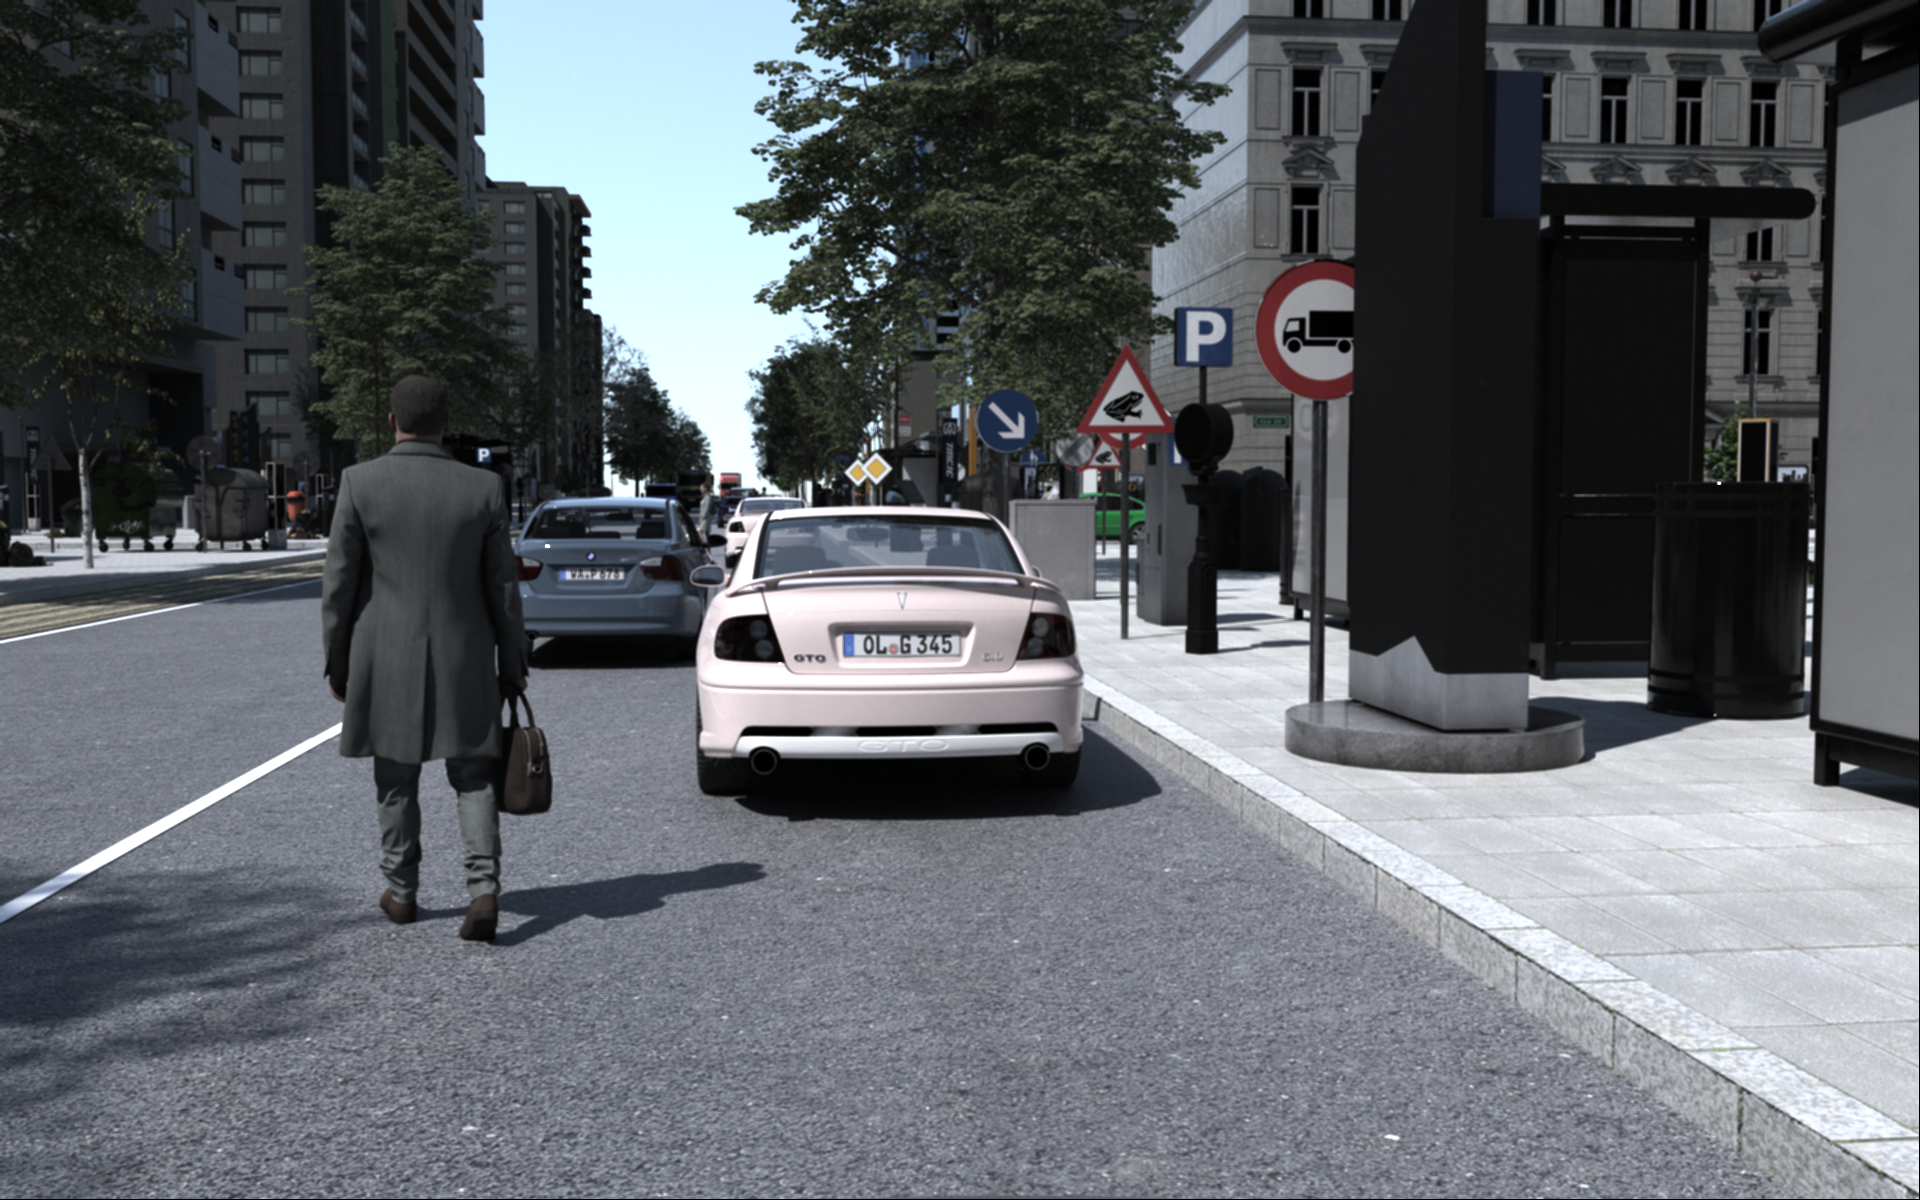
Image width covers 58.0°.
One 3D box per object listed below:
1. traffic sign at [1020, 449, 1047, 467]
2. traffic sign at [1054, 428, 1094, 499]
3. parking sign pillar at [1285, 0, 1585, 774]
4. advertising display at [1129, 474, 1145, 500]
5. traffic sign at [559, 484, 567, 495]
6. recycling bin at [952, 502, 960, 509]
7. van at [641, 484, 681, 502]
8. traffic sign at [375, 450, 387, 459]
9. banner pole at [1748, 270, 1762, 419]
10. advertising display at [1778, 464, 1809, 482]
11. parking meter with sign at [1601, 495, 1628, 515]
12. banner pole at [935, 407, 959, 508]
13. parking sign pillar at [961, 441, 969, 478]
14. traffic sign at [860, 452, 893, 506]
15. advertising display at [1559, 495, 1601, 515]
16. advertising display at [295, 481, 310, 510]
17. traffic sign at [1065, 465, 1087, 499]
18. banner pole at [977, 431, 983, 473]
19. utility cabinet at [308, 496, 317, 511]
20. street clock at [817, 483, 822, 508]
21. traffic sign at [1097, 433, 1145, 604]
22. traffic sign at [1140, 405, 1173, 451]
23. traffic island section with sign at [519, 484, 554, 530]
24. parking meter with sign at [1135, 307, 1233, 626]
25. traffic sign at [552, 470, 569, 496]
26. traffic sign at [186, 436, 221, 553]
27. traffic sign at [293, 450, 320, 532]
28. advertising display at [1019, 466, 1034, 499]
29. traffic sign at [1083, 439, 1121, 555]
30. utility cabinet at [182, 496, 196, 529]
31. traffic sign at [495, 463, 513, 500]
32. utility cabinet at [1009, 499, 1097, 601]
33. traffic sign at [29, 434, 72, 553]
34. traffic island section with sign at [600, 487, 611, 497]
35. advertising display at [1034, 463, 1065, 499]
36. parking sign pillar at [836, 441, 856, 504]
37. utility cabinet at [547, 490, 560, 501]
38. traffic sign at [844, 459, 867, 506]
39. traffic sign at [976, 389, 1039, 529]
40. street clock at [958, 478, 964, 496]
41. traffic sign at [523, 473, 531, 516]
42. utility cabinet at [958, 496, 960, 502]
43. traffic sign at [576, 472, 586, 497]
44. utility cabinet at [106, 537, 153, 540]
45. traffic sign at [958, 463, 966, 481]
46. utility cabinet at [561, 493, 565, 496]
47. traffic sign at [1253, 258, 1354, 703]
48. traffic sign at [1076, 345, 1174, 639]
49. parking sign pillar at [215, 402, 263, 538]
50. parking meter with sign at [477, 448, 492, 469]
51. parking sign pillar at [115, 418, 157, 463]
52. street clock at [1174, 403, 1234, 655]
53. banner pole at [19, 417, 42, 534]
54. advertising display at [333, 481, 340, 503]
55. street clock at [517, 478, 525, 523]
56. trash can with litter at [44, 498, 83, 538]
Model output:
[{"bbox_3d":[2.071,-2.973,48.720,0.768,2.556,0.104,0,4,-1],"label":"traffic sign"},{"bbox_3d":[2.192,-2.028,33.265,0.768,2.556,0.104,0,4,-1],"label":"traffic sign"},{"bbox_3d":[2.355,-1.227,8.535,1.447,3.967,1.447,0,4,-7],"label":"parking sign pillar"},{"bbox_3d":[5.713,-3.164,56.950,0.974,1.923,0.123,-3,5,-45],"label":"advertising display"},{"bbox_3d":[-23.403,-6.304,103.068,0.884,2.594,0.081,0,4,-4],"label":"traffic sign"},{"bbox_3d":[-0.019,-2.779,57.991,0.722,1.027,0.722,2,4,34],"label":"recycling bin"},{"bbox_3d":[-17.137,-5.820,99.538,2.240,2.365,5.245,-1,4,-8],"label":"van"},{"bbox_3d":[-13.263,-2.219,39.917,0.795,2.450,0.064,0,4,-6],"label":"traffic sign"},{"bbox_3d":[8.814,-1.788,19.252,0.401,3.779,0.863,1,4,21],"label":"banner pole"},{"bbox_3d":[17.955,-1.982,37.625,0.974,1.923,0.123,-1,4,-13],"label":"advertising display"},{"bbox_3d":[13.356,-2.386,35.274,0.543,3.016,1.738,1,4,11],"label":"parking meter with sign"},{"bbox_3d":[-0.439,-3.675,50.108,0.863,3.779,0.401,-1,4,-21],"label":"banner pole"},{"bbox_3d":[0.478,-5.476,78.003,1.447,3.967,1.447,-2,4,-25],"label":"parking sign pillar"},{"bbox_3d":[-1.989,-2.296,41.179,0.795,2.450,0.064,0,4,-6],"label":"traffic sign"},{"bbox_3d":[13.301,-1.955,37.177,0.974,1.923,0.123,3,5,40],"label":"advertising display"},{"bbox_3d":[-31.682,-4.788,83.497,0.123,1.923,0.974,1,4,13],"label":"advertising display"},{"bbox_3d":[2.724,-2.451,40.172,0.768,2.556,0.104,0,4,-1],"label":"traffic sign"},{"bbox_3d":[0.686,-3.942,54.465,0.863,3.779,0.401,-3,5,-40],"label":"banner pole"},{"bbox_3d":[-27.023,-3.746,72.408,0.306,1.237,1.020,-1,4,-13],"label":"utility cabinet"},{"bbox_3d":[-9.565,-6.866,116.825,0.471,2.002,0.358,1,4,11],"label":"street clock"},{"bbox_3d":[1.905,-1.222,20.092,0.768,2.556,0.104,0,4,-6],"label":"traffic sign"},{"bbox_3d":[2.515,-1.269,21.932,0.795,2.450,0.064,0,4,-5],"label":"traffic sign"},{"bbox_3d":[-16.747,-3.762,70.133,1.989,1.847,2.006,0,4,-6],"label":"traffic island section with sign"},{"bbox_3d":[2.130,-1.274,17.088,0.543,3.016,1.738,-1,4,-10],"label":"parking meter with sign"},{"bbox_3d":[-21.292,-5.645,92.299,0.884,2.594,0.081,0,4,1],"label":"traffic sign"},{"bbox_3d":[-16.487,-2.302,37.749,0.768,2.556,0.104,0,4,3],"label":"traffic sign"},{"bbox_3d":[-19.055,-3.083,50.507,0.768,2.556,0.104,0,4,-4],"label":"traffic sign"},{"bbox_3d":[1.562,-2.099,39.527,0.123,1.923,0.974,1,4,20],"label":"advertising display"},{"bbox_3d":[3.033,-2.228,36.438,0.884,2.594,0.081,0,4,0],"label":"traffic sign"},{"bbox_3d":[-28.216,-3.233,64.020,0.306,1.237,1.020,2,4,26],"label":"utility cabinet"},{"bbox_3d":[-18.780,-4.357,71.347,0.768,2.556,0.104,0,4,1],"label":"traffic sign"},{"bbox_3d":[1.115,-0.595,20.898,1.020,1.237,0.306,-1,4,-15],"label":"utility cabinet"},{"bbox_3d":[-19.770,-2.304,37.667,0.884,2.594,0.081,0,4,-5],"label":"traffic sign"},{"bbox_3d":[-19.824,-5.409,97.070,1.989,1.847,2.006,0,4,-6],"label":"traffic island section with sign"},{"bbox_3d":[1.916,-1.915,36.521,0.123,1.923,0.974,-2,4,-26],"label":"advertising display"},{"bbox_3d":[-5.725,-6.032,87.103,1.447,3.967,1.447,-3,4,-36],"label":"parking sign pillar"},{"bbox_3d":[-21.270,-4.999,90.408,0.318,1.500,1.173,0,4,1],"label":"utility cabinet"},{"bbox_3d":[-2.895,-2.781,49.113,0.795,2.450,0.064,0,4,-6],"label":"traffic sign"},{"bbox_3d":[0.579,-1.291,21.213,0.768,2.556,0.104,0,4,3],"label":"traffic sign"},{"bbox_3d":[0.056,-4.323,75.254,0.358,2.002,0.471,2,4,30],"label":"street clock"},{"bbox_3d":[-25.660,-6.306,103.204,0.768,2.556,0.104,0,4,-5],"label":"traffic sign"},{"bbox_3d":[0.356,-3.267,64.585,0.306,1.237,1.020,3,4,36],"label":"utility cabinet"},{"bbox_3d":[-22.757,-6.320,103.337,0.884,2.594,0.081,0,4,-4],"label":"traffic sign"},{"bbox_3d":[-23.198,-2.425,48.332,1.173,1.500,0.318,-3,4,-38],"label":"utility cabinet"},{"bbox_3d":[-0.158,-4.306,70.516,0.768,2.556,0.104,0,4,-2],"label":"traffic sign"},{"bbox_3d":[-26.190,-6.431,113.818,0.318,1.500,1.173,-2,4,-23],"label":"utility cabinet"},{"bbox_3d":[1.967,-0.573,9.483,0.768,2.556,0.104,0,4,-4],"label":"traffic sign"},{"bbox_3d":[1.455,-0.932,15.244,0.884,2.594,0.081,0,4,0],"label":"traffic sign"},{"bbox_3d":[-20.995,-3.781,50.284,1.447,3.967,1.447,1,4,18],"label":"parking sign pillar"},{"bbox_3d":[-17.931,-4.166,64.377,0.543,3.016,1.738,0,4,3],"label":"parking meter with sign"},{"bbox_3d":[-29.150,-4.456,61.333,1.447,3.967,1.447,3,5,40],"label":"parking sign pillar"},{"bbox_3d":[1.947,-0.570,13.891,0.358,2.002,0.471,-2,4,-33],"label":"street clock"},{"bbox_3d":[-30.221,-4.051,56.249,0.401,3.779,0.863,2,4,27],"label":"banner pole"},{"bbox_3d":[-31.355,-5.053,87.826,0.123,1.923,0.974,2,4,30],"label":"advertising display"},{"bbox_3d":[-19.607,-4.449,77.310,0.358,2.002,0.471,0,4,1],"label":"street clock"},{"bbox_3d":[-26.189,-2.405,50.701,0.624,1.170,1.055,2,4,32],"label":"trash can with litter"}]
